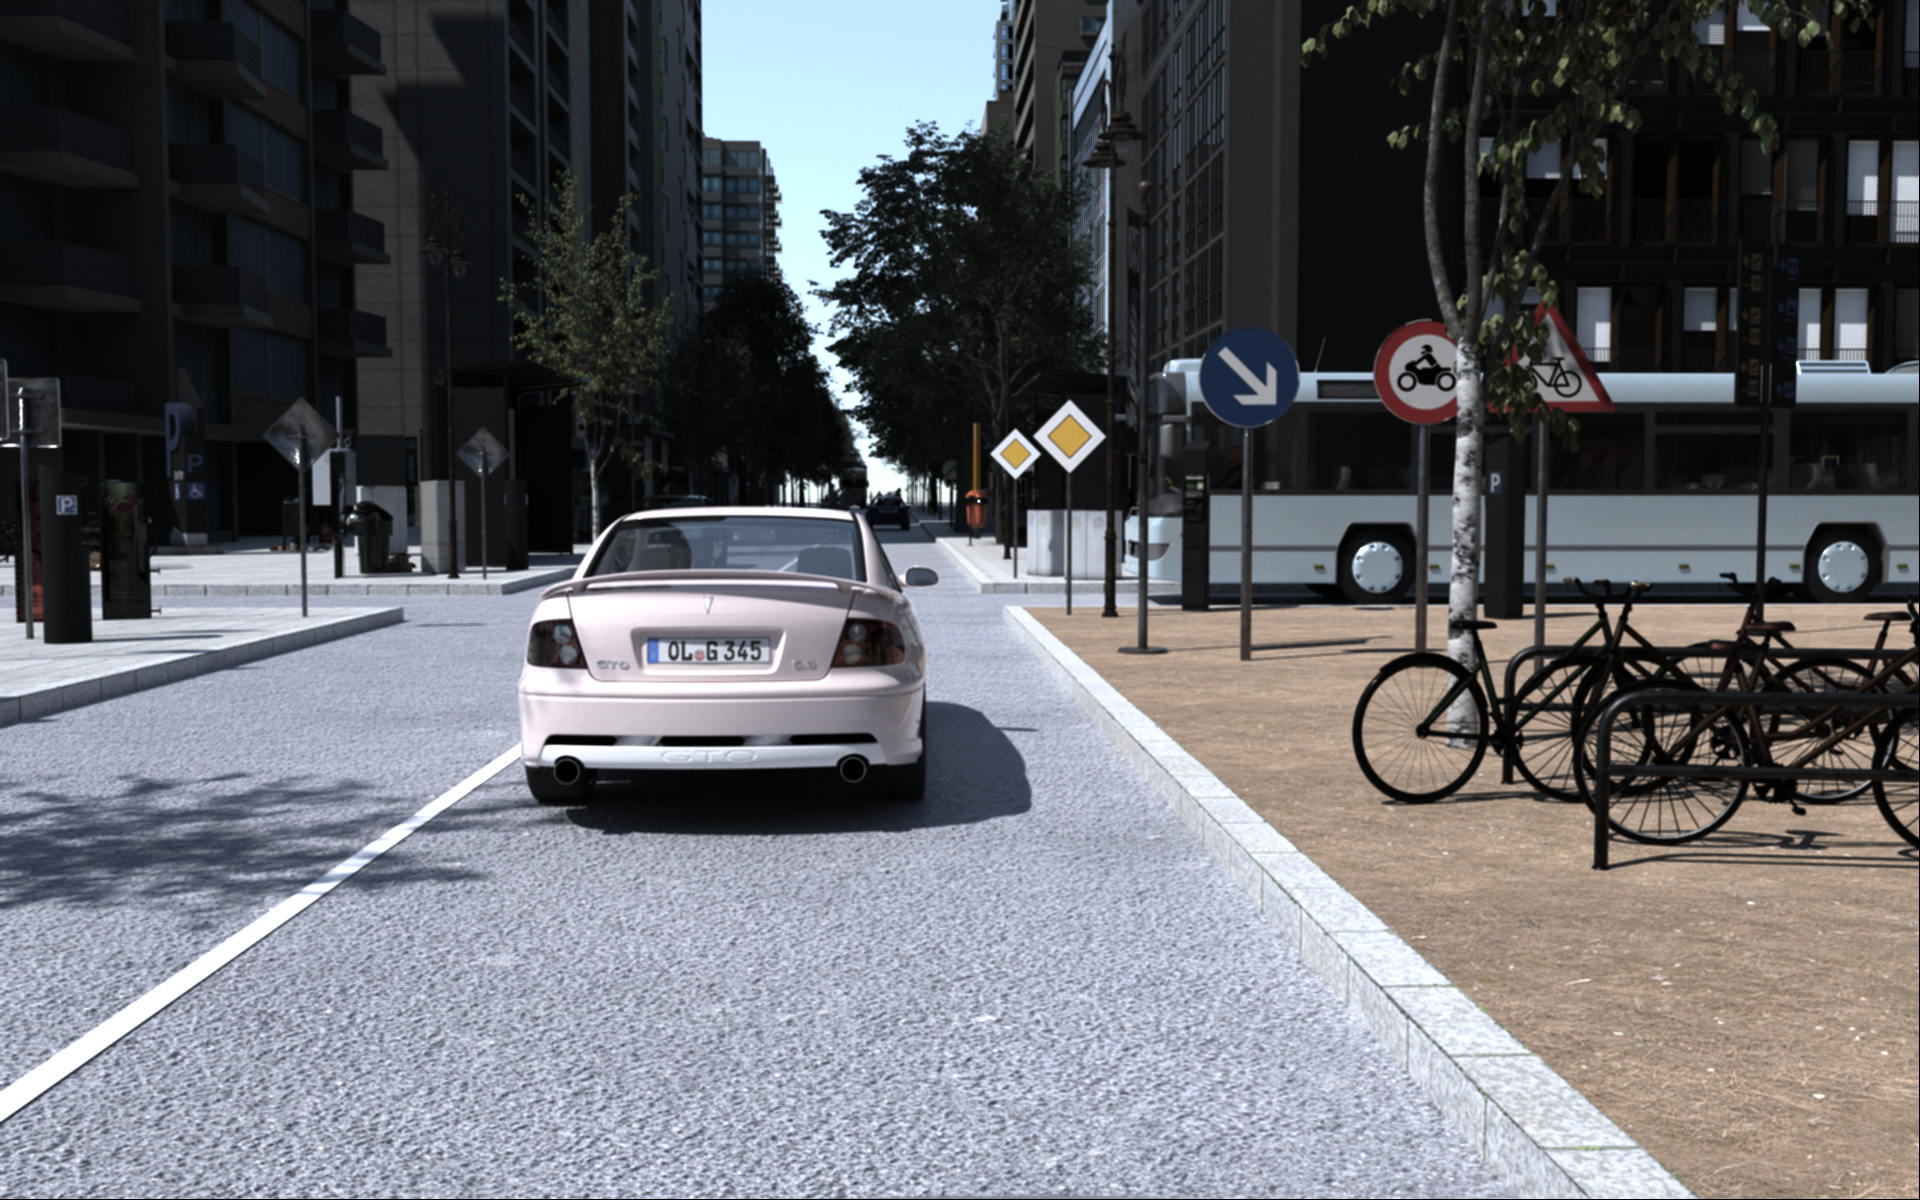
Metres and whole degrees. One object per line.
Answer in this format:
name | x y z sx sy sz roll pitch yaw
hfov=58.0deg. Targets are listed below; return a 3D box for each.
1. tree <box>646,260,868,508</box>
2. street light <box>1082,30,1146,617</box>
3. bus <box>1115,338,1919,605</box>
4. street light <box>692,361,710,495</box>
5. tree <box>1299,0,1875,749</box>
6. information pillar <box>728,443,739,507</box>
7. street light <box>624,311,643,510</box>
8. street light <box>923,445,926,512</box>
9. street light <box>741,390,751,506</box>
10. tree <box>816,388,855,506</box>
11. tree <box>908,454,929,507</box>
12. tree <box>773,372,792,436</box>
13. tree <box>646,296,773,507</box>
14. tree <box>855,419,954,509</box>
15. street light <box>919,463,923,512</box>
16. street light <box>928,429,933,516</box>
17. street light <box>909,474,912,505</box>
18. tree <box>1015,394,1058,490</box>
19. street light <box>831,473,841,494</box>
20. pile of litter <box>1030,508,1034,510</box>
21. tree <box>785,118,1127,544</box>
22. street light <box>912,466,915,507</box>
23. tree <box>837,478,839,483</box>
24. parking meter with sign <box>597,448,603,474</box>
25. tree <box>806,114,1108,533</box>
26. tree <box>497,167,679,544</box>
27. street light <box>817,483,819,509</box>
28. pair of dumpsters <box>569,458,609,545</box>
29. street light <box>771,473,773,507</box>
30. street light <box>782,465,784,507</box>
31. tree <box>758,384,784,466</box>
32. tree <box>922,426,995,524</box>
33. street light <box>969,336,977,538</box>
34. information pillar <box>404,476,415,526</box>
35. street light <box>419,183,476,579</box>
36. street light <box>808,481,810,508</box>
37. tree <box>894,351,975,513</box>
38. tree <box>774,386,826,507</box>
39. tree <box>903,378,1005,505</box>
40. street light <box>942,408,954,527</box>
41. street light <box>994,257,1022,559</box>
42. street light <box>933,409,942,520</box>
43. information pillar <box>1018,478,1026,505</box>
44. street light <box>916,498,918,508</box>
tree | -10.168 -10.268 84.885 9.611 12.733 9.660 0 3 0
street light | 1.569 -2.761 17.925 0.468 5.910 1.993 0 4 -2
bus | 8.061 -1.728 23.109 13.247 3.499 2.948 0 4 -2
street light | -9.008 -5.349 60.244 0.468 5.910 1.993 0 4 -2
tree | 2.789 -3.556 8.509 4.737 8.622 4.395 0 3 0
information pillar | -10.231 -5.312 78.199 0.504 3.616 0.183 -3 5 -39
street light | -8.237 -4.334 43.651 0.468 5.910 1.993 0 4 -2
street light | -1.934 -8.357 109.420 0.468 5.910 1.993 0 4 -2
street light | -9.578 -6.387 77.218 0.468 5.910 1.993 0 4 -2
tree | -15.242 -17.255 192.494 12.009 13.543 11.850 0 3 0
tree | -3.348 -13.589 172.547 4.737 8.622 4.395 0 3 0
tree | -9.297 -7.406 71.448 4.360 8.622 3.978 0 3 0
tree | -9.901 -6.983 64.534 4.360 8.622 3.978 0 3 0
tree | -2.594 -14.734 151.271 12.009 13.543 11.850 0 3 0
street light | -2.673 -9.419 126.793 0.468 5.910 1.993 0 4 -2
street light | -1.540 -7.842 101.012 0.468 5.910 1.993 0 4 -2
street light | -4.725 -12.514 177.399 0.468 5.910 1.993 0 4 -2
tree | 3.964 -9.025 97.929 4.360 8.622 3.978 0 3 0
street light | -14.524 -14.053 202.547 0.468 5.910 1.993 0 4 -2
pile of litter | 2.408 -2.508 54.965 1.176 0.858 1.719 -2 4 -34
tree | 0.734 -6.707 44.066 7.601 10.594 8.767 -2 4 -27
street light | -3.976 -11.453 160.044 0.468 5.910 1.993 0 4 -2
tree | -16.297 -17.733 240.288 4.360 8.622 3.978 0 3 0
parking meter with sign | -13.538 -4.075 62.887 1.738 3.016 0.543 -3 5 -42
tree | 0.007 -9.230 57.567 9.857 13.997 8.962 0 3 0
tree | -8.286 -5.431 39.156 4.737 8.622 4.395 0 3 0
street light | -12.531 -11.006 152.737 0.468 5.910 1.993 0 4 -2
pair of dumpsters | -10.391 -2.646 45.762 1.574 2.255 4.437 0 4 -2
street light | -10.189 -7.403 93.819 0.468 5.910 1.993 0 4 -2
street light | -10.507 -7.943 102.653 0.468 5.910 1.993 0 4 -2
tree | -12.534 -11.998 130.584 8.767 10.594 7.601 0 4 2
tree | 0.072 -5.586 75.046 4.285 4.588 4.351 0 3 0
street light | 0.364 -4.771 50.798 0.468 5.910 1.993 0 4 -2
information pillar | -22.195 -3.998 69.860 0.304 2.012 0.304 0 4 7
street light | -7.695 -3.264 26.147 0.468 5.910 1.993 0 4 -2
street light | -11.873 -9.991 136.140 0.468 5.910 1.993 0 4 -2
tree | -1.770 -11.649 116.215 9.928 11.665 9.643 0 3 0
tree | -10.684 -9.586 107.097 4.737 8.622 4.395 0 3 0
tree | -0.251 -8.511 89.510 4.360 8.622 3.978 0 3 0
street light | -0.333 -5.795 67.544 0.468 5.910 1.993 0 4 -2
street light | 0.936 -3.746 34.029 0.468 5.910 1.993 0 4 -2
street light | -0.956 -6.827 84.411 0.468 5.910 1.993 0 4 -2
information pillar | 2.858 -4.625 80.107 0.304 2.012 0.304 -2 4 -25
street light | -3.290 -10.435 143.392 0.468 5.910 1.993 0 4 -2
